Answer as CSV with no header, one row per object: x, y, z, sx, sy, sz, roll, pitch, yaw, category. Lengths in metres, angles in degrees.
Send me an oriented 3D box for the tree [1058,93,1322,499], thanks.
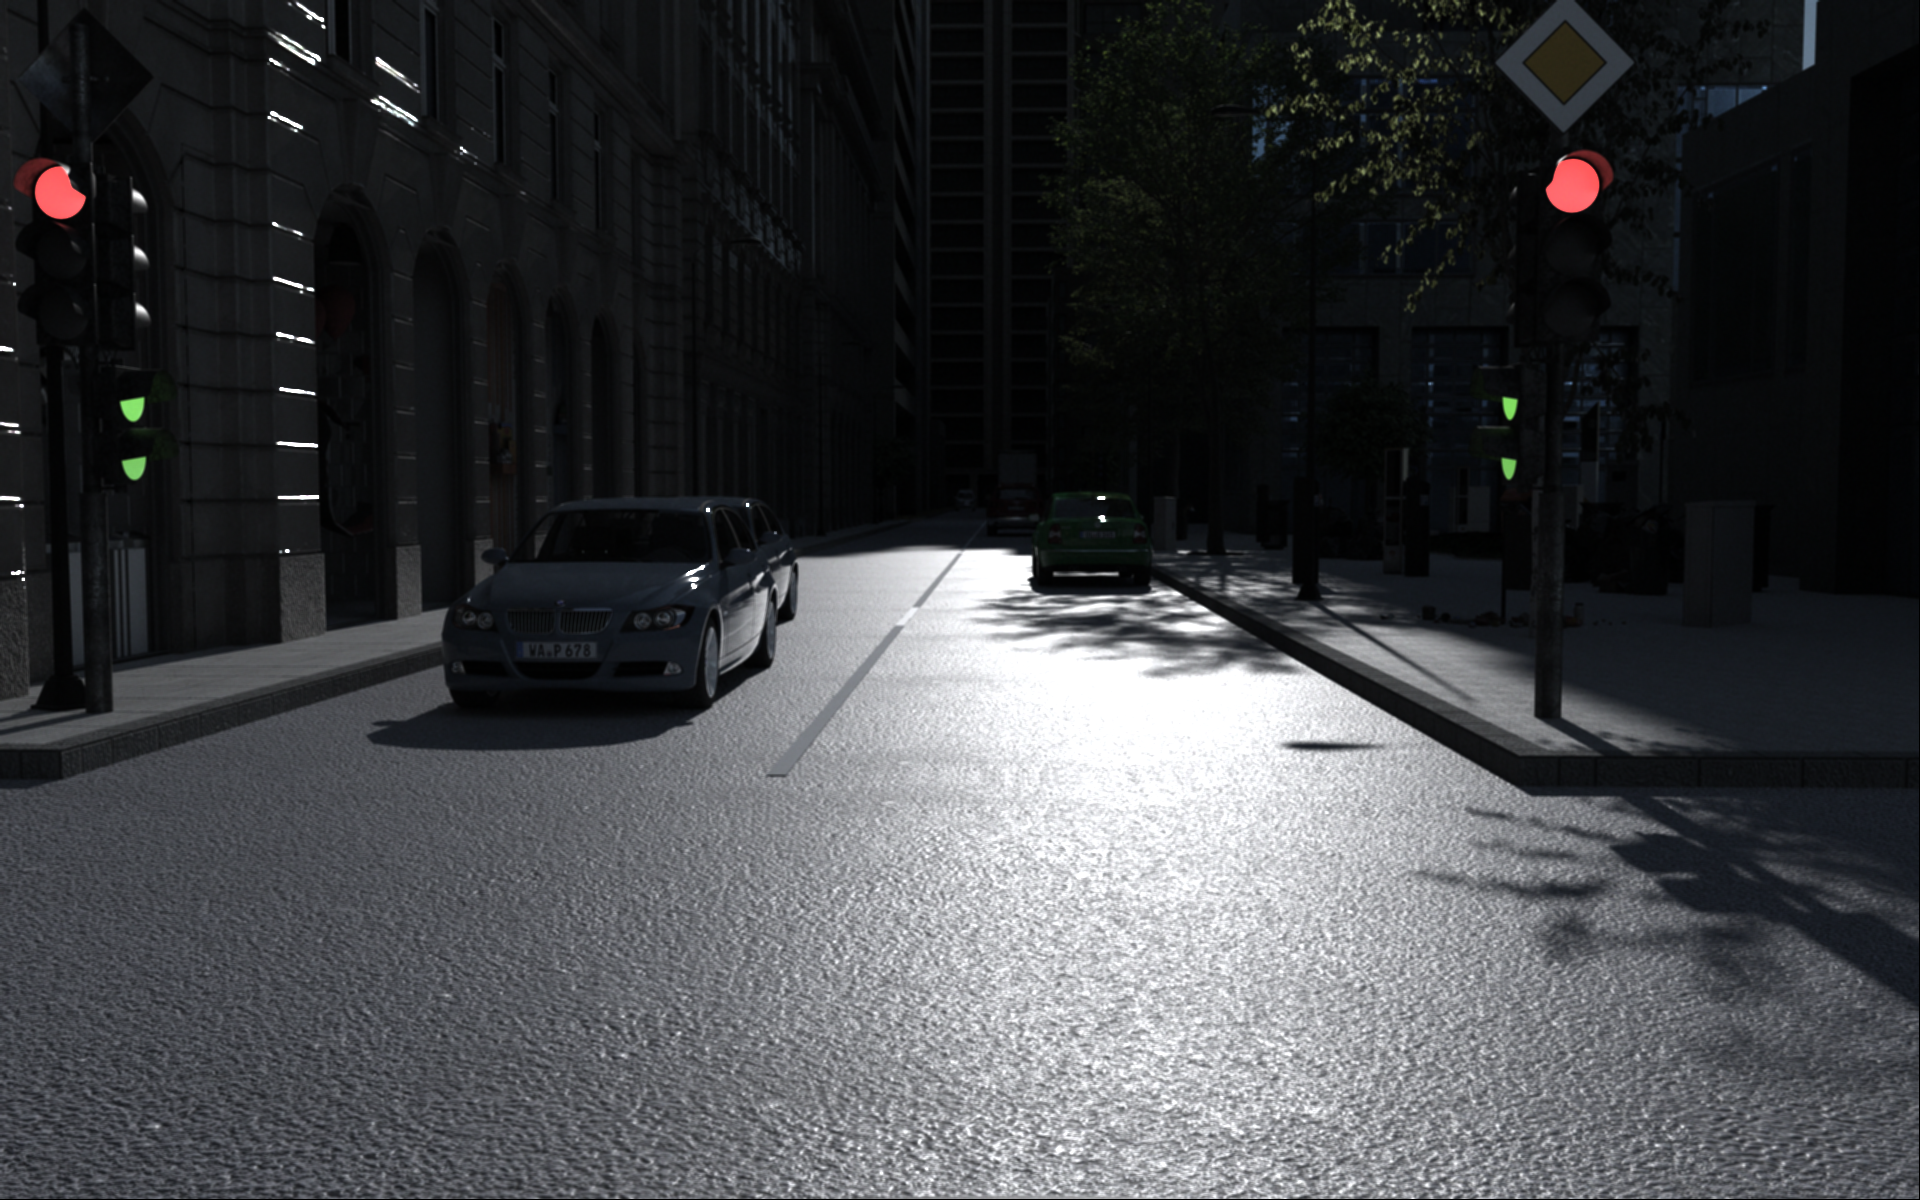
6.570,-8.048,49.712,7.486,12.596,7.792,0,3,0,tree

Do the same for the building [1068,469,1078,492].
23.794,-26.139,119.258,32.217,40.220,23.993,0,4,2,building

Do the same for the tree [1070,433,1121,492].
7.389,-6.652,92.476,4.285,4.588,4.351,0,3,0,tree

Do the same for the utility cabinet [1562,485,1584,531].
14.150,-1.976,40.984,0.318,1.500,1.173,-3,4,-36,utility cabinet

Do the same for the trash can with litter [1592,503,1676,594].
8.629,-0.665,22.258,0.624,1.170,1.055,-2,4,-32,trash can with litter

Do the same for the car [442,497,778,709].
-2.465,-0.068,13.114,2.014,1.417,4.499,0,4,2,car

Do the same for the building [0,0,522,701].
-11.489,-10.986,21.421,13.314,21.916,24.055,0,4,2,building

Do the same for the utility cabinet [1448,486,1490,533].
14.882,-2.567,50.656,1.173,1.500,0.318,-1,4,-15,utility cabinet

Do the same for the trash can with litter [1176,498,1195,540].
6.009,-2.239,47.996,0.624,1.170,1.055,2,4,34,trash can with litter

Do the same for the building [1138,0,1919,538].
18.662,-46.138,67.024,22.319,86.520,31.000,0,4,2,building

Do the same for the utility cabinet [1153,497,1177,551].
4.715,-1.750,39.777,0.306,1.237,1.020,1,4,21,utility cabinet

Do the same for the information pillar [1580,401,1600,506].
16.015,-3.221,44.023,0.183,3.616,0.504,-2,4,-33,information pillar

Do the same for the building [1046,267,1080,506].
21.417,-18.426,146.310,27.650,21.520,28.899,0,4,2,building

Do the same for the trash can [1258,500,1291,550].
7.267,-1.737,40.051,0.748,1.137,0.748,0,3,0,trash can

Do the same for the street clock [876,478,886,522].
-3.576,-4.505,78.228,0.471,2.002,0.358,1,4,12,street clock

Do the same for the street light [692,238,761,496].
-4.299,-3.611,31.574,1.470,5.913,1.316,0,4,2,street light

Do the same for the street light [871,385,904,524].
-3.097,-6.211,74.093,1.470,5.913,1.316,0,4,2,street light

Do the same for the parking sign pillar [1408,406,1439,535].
13.810,-3.915,52.486,1.447,3.967,1.447,1,4,22,parking sign pillar

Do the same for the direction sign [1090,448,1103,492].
6.626,-5.640,84.214,0.379,3.537,0.876,-3,5,-41,direction sign

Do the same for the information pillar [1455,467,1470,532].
13.630,-2.601,47.024,0.304,2.012,0.304,0,4,5,information pillar

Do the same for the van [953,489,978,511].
0.476,-8.434,144.902,2.013,2.044,4.112,0,4,1,van

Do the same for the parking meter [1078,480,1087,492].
5.235,-4.162,73.758,0.255,1.863,0.399,-2,4,-26,parking meter

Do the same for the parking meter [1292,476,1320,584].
4.965,-1.006,24.854,0.372,1.533,0.369,0,3,0,parking meter

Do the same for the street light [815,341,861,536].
-3.706,-4.909,52.805,1.470,5.913,1.316,0,4,2,street light

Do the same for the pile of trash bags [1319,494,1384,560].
7.902,-1.558,35.219,1.912,1.369,3.447,-2,4,-24,pile of trash bags

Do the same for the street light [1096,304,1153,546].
4.116,-4.279,42.509,1.470,5.913,1.316,0,4,2,street light

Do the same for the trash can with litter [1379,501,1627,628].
5.333,-0.380,17.270,2.233,1.210,1.678,3,5,39,trash can with litter

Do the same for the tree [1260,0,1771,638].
4.985,-3.956,15.044,4.360,8.622,3.978,0,3,0,tree

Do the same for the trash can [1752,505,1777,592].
10.347,-0.685,22.855,0.748,1.137,0.748,0,3,0,trash can

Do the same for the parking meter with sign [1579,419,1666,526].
14.709,-2.585,38.534,1.738,3.016,0.543,1,4,17,parking meter with sign

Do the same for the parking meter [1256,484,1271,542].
8.065,-2.300,46.013,0.372,1.533,0.369,0,3,0,parking meter

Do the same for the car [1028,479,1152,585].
2.111,-1.207,28.526,1.959,1.807,4.718,0,4,0,car

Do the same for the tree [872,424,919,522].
-3.585,-5.979,81.470,4.285,4.588,4.351,0,3,0,tree

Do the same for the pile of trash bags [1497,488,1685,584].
8.985,-0.928,24.918,3.447,1.369,1.912,-2,4,-34,pile of trash bags

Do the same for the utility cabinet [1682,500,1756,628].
7.456,-0.359,17.029,1.020,1.237,0.306,-3,5,-45,utility cabinet

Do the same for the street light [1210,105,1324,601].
3.693,-2.954,20.844,1.470,5.913,1.316,0,4,2,street light

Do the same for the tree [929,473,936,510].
-2.638,-8.781,138.178,1.663,3.219,1.824,0,3,0,tree

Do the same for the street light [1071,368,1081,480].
4.786,-5.578,63.738,1.470,5.913,1.316,0,4,2,street light

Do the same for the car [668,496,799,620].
-2.829,-0.400,18.550,2.014,1.417,4.499,0,4,3,car

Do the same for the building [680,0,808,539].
-9.594,-11.871,43.241,9.793,20.994,18.267,0,4,2,building

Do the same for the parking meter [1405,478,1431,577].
7.132,-1.137,26.995,0.372,1.533,0.369,0,3,0,parking meter

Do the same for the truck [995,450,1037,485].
3.762,-7.761,115.804,2.839,4.237,11.283,0,4,1,truck

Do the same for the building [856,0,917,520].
-13.624,-28.877,95.834,21.300,48.544,21.600,0,4,2,building

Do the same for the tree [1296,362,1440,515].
10.155,-3.620,42.903,4.285,4.588,4.351,0,3,0,tree

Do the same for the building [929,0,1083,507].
6.812,-45.236,177.862,20.611,71.187,20.563,0,4,2,building

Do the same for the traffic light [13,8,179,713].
-5.046,-1.294,10.070,0.839,4.253,0.868,0,4,2,traffic light

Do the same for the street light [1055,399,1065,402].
5.353,-6.876,84.971,1.470,5.913,1.316,0,4,2,street light

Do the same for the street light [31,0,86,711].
-4.837,-2.303,10.201,1.470,5.913,1.316,0,4,2,street light

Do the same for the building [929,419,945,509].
-17.195,-51.144,148.873,31.000,86.520,22.319,0,4,2,building

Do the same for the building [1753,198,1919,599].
26.640,-43.152,18.200,31.000,86.520,22.319,0,4,2,building

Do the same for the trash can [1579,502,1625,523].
10.886,-1.087,29.419,0.748,1.137,0.748,0,3,0,trash can

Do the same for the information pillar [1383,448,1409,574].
6.984,-1.422,27.749,0.304,2.012,0.304,2,4,33,information pillar

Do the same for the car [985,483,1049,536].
1.983,-3.168,60.473,2.281,1.827,5.304,0,4,2,car

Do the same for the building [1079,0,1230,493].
13.912,-20.129,100.811,14.160,30.474,14.107,0,4,2,building

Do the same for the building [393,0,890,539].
-10.035,-13.612,64.356,13.314,21.916,24.055,0,4,2,building

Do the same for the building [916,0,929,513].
-13.272,-35.376,120.389,21.231,58.520,28.212,0,4,2,building

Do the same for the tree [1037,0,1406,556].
5.236,-6.760,36.277,9.928,11.665,9.643,0,3,0,tree

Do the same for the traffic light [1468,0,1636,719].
3.363,-1.280,9.850,0.839,4.253,0.868,0,4,2,traffic light
